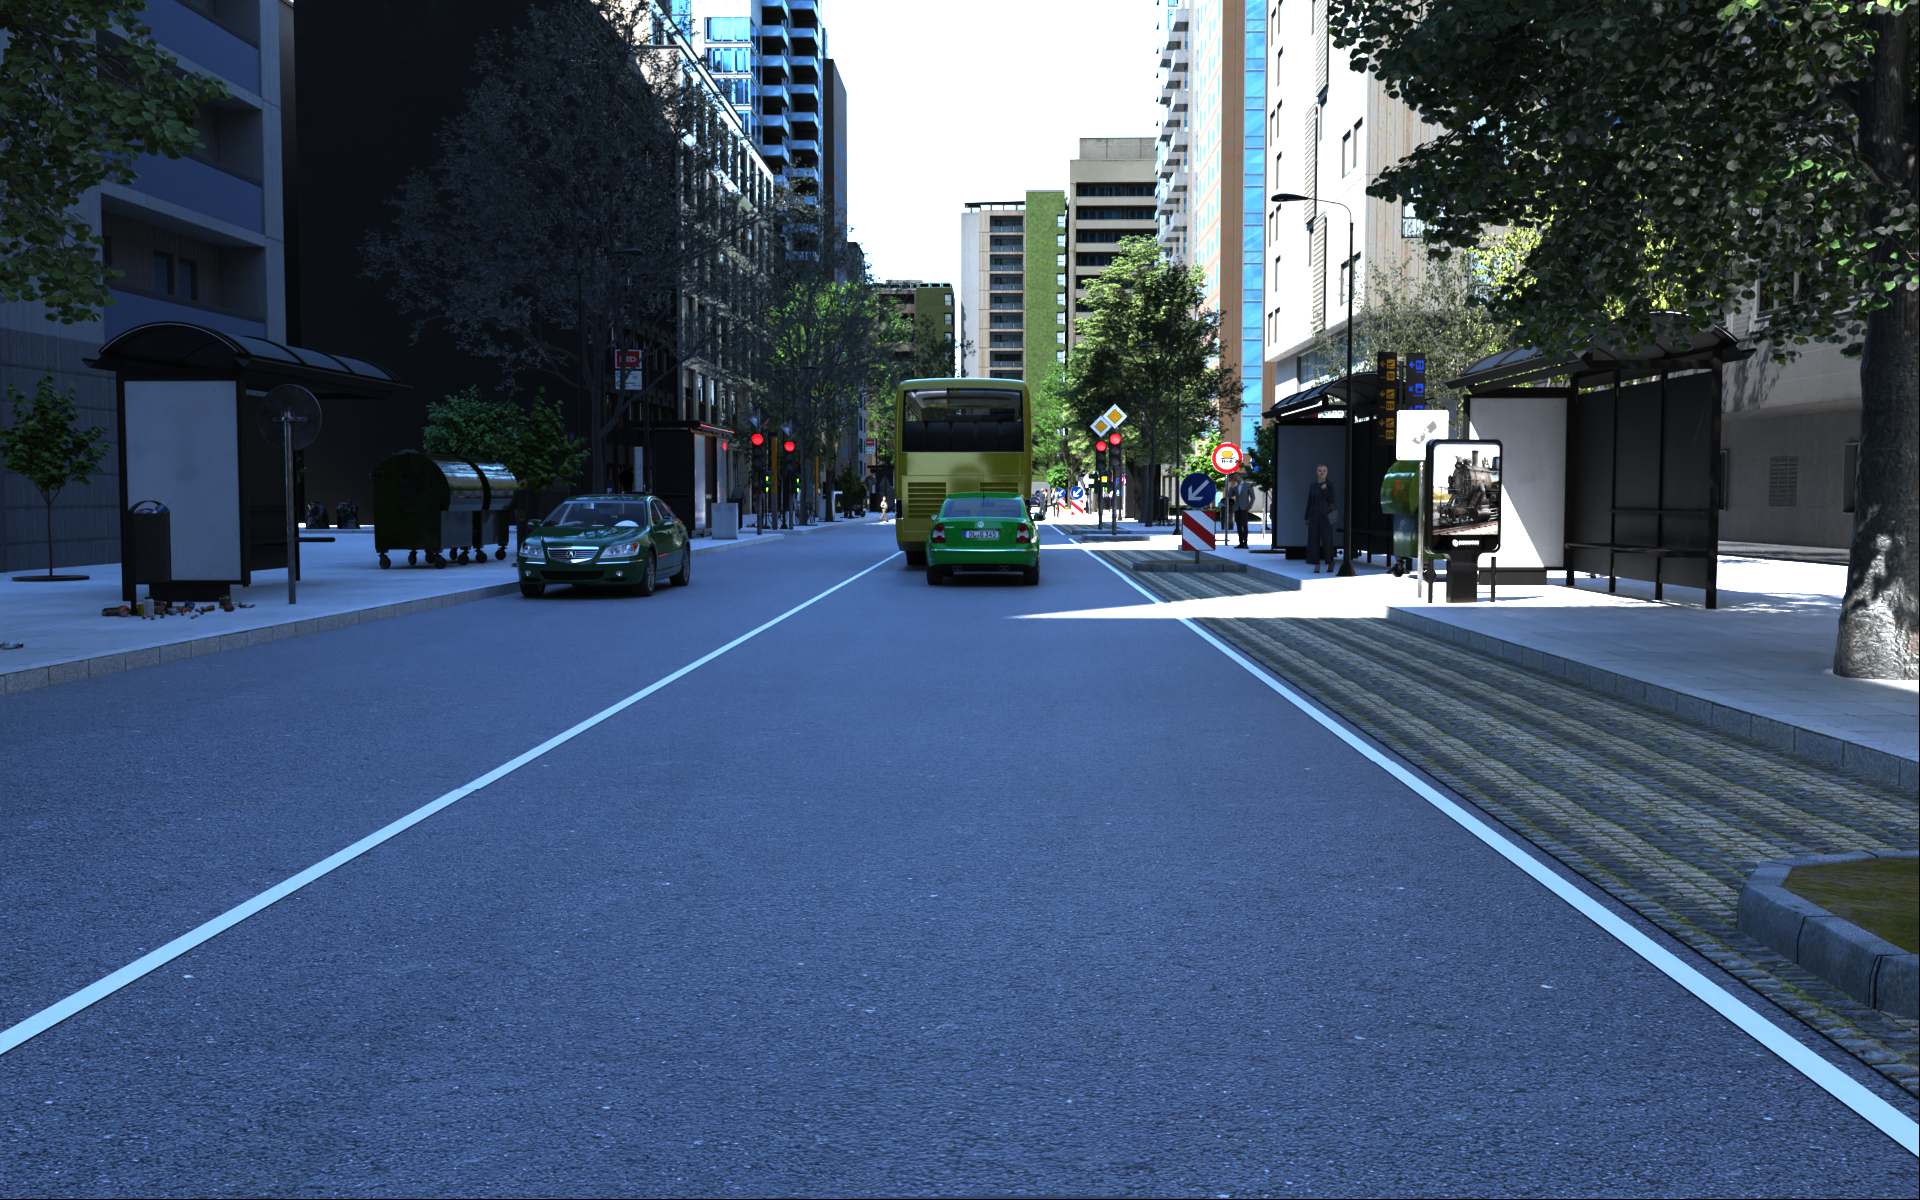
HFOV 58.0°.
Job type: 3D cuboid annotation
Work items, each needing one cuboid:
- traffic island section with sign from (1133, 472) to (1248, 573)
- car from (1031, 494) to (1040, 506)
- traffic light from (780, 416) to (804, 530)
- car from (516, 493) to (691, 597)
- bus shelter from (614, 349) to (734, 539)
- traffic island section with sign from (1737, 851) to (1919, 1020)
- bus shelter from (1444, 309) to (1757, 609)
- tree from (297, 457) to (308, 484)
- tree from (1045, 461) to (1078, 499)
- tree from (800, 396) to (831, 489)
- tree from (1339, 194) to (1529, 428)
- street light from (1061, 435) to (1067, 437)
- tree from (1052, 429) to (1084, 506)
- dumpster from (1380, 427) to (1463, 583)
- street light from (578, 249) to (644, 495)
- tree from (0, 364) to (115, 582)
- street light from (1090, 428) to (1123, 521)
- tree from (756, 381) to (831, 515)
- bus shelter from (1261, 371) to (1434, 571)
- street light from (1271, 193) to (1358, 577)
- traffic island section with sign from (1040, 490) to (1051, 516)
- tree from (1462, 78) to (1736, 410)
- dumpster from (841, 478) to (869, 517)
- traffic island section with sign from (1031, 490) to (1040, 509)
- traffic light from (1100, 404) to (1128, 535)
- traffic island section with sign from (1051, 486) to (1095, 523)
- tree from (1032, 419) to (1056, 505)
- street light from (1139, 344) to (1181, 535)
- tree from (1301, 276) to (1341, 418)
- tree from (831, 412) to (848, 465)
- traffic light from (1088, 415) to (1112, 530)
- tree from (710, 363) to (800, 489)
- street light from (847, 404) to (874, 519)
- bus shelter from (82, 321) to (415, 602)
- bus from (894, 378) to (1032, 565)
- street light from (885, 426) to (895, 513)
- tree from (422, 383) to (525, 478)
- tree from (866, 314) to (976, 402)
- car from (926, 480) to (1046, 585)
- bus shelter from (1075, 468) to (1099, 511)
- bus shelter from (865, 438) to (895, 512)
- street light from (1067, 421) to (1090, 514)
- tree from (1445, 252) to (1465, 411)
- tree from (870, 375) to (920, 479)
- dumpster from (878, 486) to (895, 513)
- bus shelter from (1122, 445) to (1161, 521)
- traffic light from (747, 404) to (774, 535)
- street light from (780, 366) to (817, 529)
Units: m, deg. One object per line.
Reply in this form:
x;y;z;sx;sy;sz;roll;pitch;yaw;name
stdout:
4.260;-1.452;32.369;1.989;1.847;2.006;0;4;2;traffic island section with sign
8.610;-11.698;203.262;2.014;1.417;4.499;0;3;0;car
-6.053;-4.479;62.151;0.839;4.253;0.868;0;4;2;traffic light
-5.198;-0.852;25.736;2.131;1.459;4.920;0;4;1;car
-8.371;-4.460;50.556;2.179;5.291;8.768;0;4;2;bus shelter
3.526;0.212;5.168;1.989;1.847;2.006;0;4;2;traffic island section with sign
7.762;-1.701;21.741;2.014;3.302;5.546;0;4;2;bus shelter
-18.878;-3.218;47.218;1.663;3.219;1.824;0;3;0;tree
9.843;-11.374;169.686;4.285;4.588;4.351;0;3;0;tree
-10.577;-10.244;117.856;4.360;8.622;3.978;0;3;0;tree
11.694;-5.554;41.163;4.360;8.622;3.978;0;3;0;tree
8.439;-10.047;136.803;1.470;5.913;1.316;0;4;2;street light
11.385;-14.173;182.093;4.737;8.622;4.395;0;3;0;tree
7.203;-1.421;25.720;1.502;2.255;1.985;0;4;1;dumpster
-6.675;-3.696;32.968;1.470;5.913;1.316;0;4;2;street light
-13.429;-1.906;25.771;1.663;3.219;1.824;0;3;0;tree
7.078;-6.715;82.328;1.470;5.913;1.316;0;4;2;street light
-10.734;-9.443;104.757;4.737;8.622;4.395;0;3;0;tree
6.863;-2.289;31.355;2.014;3.302;5.546;0;4;1;bus shelter
5.503;-3.325;26.908;1.470;5.913;1.316;0;4;2;street light
6.443;-6.420;113.602;1.989;1.847;2.006;0;4;2;traffic island section with sign
11.484;-4.842;29.530;4.737;8.622;4.395;0;3;0;tree
-5.875;-5.754;96.565;1.502;2.255;1.985;0;4;1;dumpster
7.783;-9.485;163.702;1.989;1.847;2.006;0;4;2;traffic island section with sign
4.790;-3.974;53.889;0.839;4.253;0.868;0;4;2;traffic light
5.717;-4.767;86.574;1.989;1.847;2.006;0;4;2;traffic island section with sign
11.082;-17.030;212.859;7.601;10.594;8.767;3;5;42;tree
6.241;-4.972;53.837;1.470;5.913;1.316;0;4;2;street light
12.447;-6.208;51.866;4.360;8.622;3.978;0;3;0;tree
-10.117;-10.529;122.505;4.737;8.622;4.395;0;3;0;tree
5.004;-4.462;61.871;0.839;4.253;0.868;0;4;2;traffic light
-10.801;-8.577;90.596;4.360;8.622;3.978;0;3;0;tree
-5.127;-7.170;89.772;1.470;5.913;1.316;0;4;2;street light
-9.187;-1.783;23.075;2.014;3.302;5.546;0;4;2;bus shelter
0.132;-2.828;37.790;2.896;3.916;12.252;0;4;1;bus
-4.476;-8.817;116.703;1.470;5.913;1.316;0;4;2;street light
-14.456;-4.145;51.479;4.285;4.588;4.351;0;3;0;tree
-4.159;-20.130;185.011;12.611;20.169;13.585;0;3;0;tree
0.440;-1.219;28.720;1.959;1.807;4.718;0;4;3;car
9.806;-8.388;131.072;2.014;3.302;5.546;0;4;1;bus shelter
-5.695;-9.161;127.413;2.179;5.291;8.768;0;4;1;bus shelter
7.714;-8.400;109.873;1.470;5.913;1.316;0;4;2;street light
12.014;-5.120;34.067;4.737;8.622;4.395;0;3;0;tree
-3.957;-15.272;166.697;9.611;12.733;9.660;0;3;0;tree
-5.025;-6.970;119.712;1.264;1.857;1.865;0;4;2;dumpster
8.857;-5.752;85.335;1.731;3.624;6.357;0;4;1;bus shelter
-6.268;-3.991;54.169;0.839;4.253;0.868;0;4;2;traffic light
-5.862;-5.523;62.843;1.470;5.913;1.316;0;4;2;street light
